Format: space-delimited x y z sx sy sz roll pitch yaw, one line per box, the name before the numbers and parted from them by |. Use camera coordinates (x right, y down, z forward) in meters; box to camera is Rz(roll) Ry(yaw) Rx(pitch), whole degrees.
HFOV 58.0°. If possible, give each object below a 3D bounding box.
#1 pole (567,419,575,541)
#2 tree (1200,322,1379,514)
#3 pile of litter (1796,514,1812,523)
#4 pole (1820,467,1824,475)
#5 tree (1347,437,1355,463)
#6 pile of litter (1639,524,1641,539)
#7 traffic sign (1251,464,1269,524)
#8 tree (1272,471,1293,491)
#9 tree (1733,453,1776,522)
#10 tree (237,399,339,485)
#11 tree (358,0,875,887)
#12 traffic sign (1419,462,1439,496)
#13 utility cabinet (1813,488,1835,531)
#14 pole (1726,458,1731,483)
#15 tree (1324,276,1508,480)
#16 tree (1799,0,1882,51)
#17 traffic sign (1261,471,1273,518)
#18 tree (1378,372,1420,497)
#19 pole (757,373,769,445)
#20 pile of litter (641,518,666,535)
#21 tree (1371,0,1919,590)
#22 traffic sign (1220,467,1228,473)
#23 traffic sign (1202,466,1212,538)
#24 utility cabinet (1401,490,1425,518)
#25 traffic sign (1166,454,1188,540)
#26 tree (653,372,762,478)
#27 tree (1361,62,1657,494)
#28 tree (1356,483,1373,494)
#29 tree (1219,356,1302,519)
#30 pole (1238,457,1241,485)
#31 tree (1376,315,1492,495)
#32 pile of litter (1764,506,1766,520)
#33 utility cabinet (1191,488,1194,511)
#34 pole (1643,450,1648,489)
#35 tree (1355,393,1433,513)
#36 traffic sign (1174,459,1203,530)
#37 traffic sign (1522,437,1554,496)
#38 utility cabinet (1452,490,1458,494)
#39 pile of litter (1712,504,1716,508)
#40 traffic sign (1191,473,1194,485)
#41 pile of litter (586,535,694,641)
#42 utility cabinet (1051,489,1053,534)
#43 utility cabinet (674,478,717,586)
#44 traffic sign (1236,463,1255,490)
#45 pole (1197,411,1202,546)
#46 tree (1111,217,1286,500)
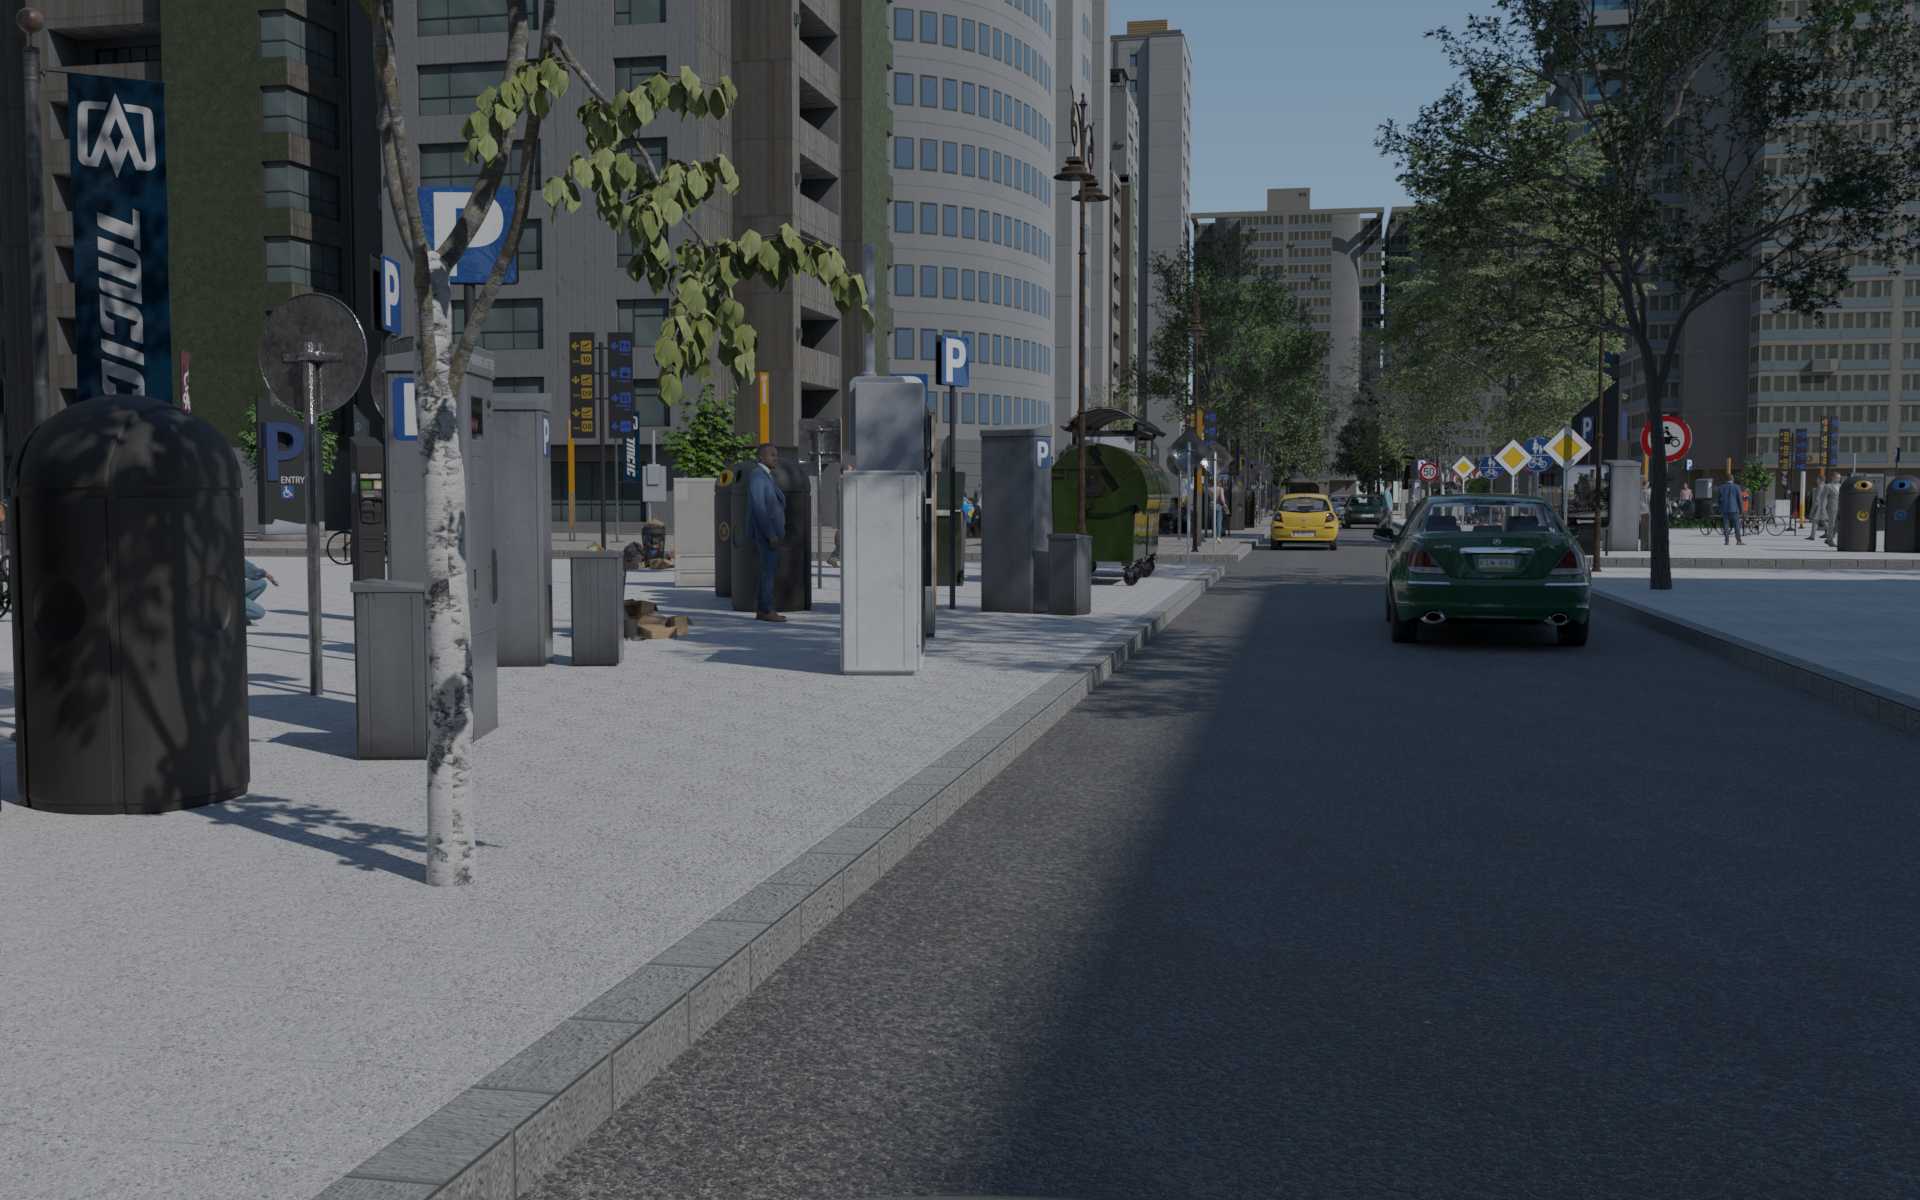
pole | -10.526 -3.245 46.894 0.158 3.312 0.155 0 3 0
tree | 19.984 -11.911 111.746 9.611 12.733 9.660 0 3 0
pile of litter | 37.941 -3.854 76.984 1.176 0.858 1.719 0 4 -5
pole | 42.746 -5.630 85.895 0.158 3.312 0.155 0 3 0
tree | 34.197 -11.786 143.066 4.737 8.622 4.395 0 3 0
pile of litter | 18.978 -2.156 49.215 1.719 0.858 1.176 2 4 33
traffic sign | 12.655 -4.465 73.104 0.768 2.556 0.104 1 4 15
tree | 27.709 -10.386 153.526 4.285 4.588 4.351 0 3 0
tree | 37.371 -5.291 81.105 1.663 3.219 1.824 0 3 0
tree | -21.290 -4.363 55.049 4.285 4.588 4.351 0 3 0
tree | -1.736 -3.356 5.238 4.737 8.622 4.395 0 3 0
traffic sign | 18.756 -4.233 69.317 0.768 2.556 0.104 1 4 19
utility cabinet | 29.830 -3.101 59.387 0.318 1.500 1.173 -2 4 -26
pole | 43.512 -6.379 98.144 0.158 3.312 0.155 0 3 0
tree | 25.700 -11.410 96.929 12.009 13.543 11.850 0 3 0
tree | 7.116 -5.120 9.471 9.928 11.665 9.643 0 3 0
traffic sign | 16.487 -5.707 93.421 0.768 2.556 0.104 1 4 21
tree | 38.693 -14.881 160.311 9.611 12.733 9.660 0 3 0
pole | -3.316 -2.163 29.210 0.158 3.312 0.155 0 3 0
pile of litter | -5.186 -0.985 30.077 1.719 0.858 1.176 -1 4 -17
tree | 9.598 -5.438 23.326 8.767 10.594 7.601 1 4 22
traffic sign | 10.469 -4.291 70.264 0.768 2.556 0.104 1 4 18
traffic sign | 7.203 -3.091 50.646 0.768 2.556 0.104 1 4 17
utility cabinet | 23.536 -4.977 90.048 1.173 1.500 0.318 0 4 7
traffic sign | 6.120 -2.944 48.245 0.768 2.556 0.104 1 4 14
tree | -3.866 -2.015 27.549 1.663 3.219 1.824 0 3 0
tree | 14.802 -7.862 46.679 7.486 12.596 7.792 0 3 0
tree | 39.676 -10.708 169.670 1.663 3.219 1.824 0 3 0
tree | 15.303 -8.502 89.373 4.360 8.622 3.978 0 3 0
pole | 15.523 -6.255 96.120 0.158 3.312 0.155 0 3 0
tree | 18.063 -7.021 65.156 4.360 8.622 3.978 0 3 0
pile of litter | 39.983 -4.342 84.949 1.176 0.858 1.719 1 4 9
utility cabinet | 9.605 -3.649 68.348 1.173 1.500 0.318 2 4 29
pole | 28.174 -4.733 71.225 0.158 3.312 0.155 0 3 0
tree | 30.563 -10.360 119.752 4.737 8.622 4.395 0 3 0
traffic sign | 5.531 -2.551 41.812 0.768 2.556 0.104 1 4 15
traffic sign | 12.940 -2.371 38.872 0.768 2.556 0.104 1 4 13
utility cabinet | 24.795 -4.772 86.693 1.173 1.500 0.318 0 4 4
pile of litter | 33.574 -3.904 77.792 1.719 0.858 1.176 -3 5 -40
traffic sign | 14.291 -6.519 106.313 0.795 2.593 0.064 1 4 20
pile of litter | -3.035 -0.121 15.949 1.176 0.858 1.719 0 4 1
utility cabinet | 2.332 -2.329 46.755 0.318 1.500 1.173 1 4 22
utility cabinet | -3.343 -0.929 23.865 1.173 1.500 0.318 -1 4 -10
traffic sign | 11.984 -4.459 72.913 0.884 2.594 0.081 1 4 13
pole | 5.849 -2.973 42.444 0.158 3.312 0.155 0 3 0
tree | 8.833 -7.540 57.693 8.767 10.594 7.601 3 5 42
